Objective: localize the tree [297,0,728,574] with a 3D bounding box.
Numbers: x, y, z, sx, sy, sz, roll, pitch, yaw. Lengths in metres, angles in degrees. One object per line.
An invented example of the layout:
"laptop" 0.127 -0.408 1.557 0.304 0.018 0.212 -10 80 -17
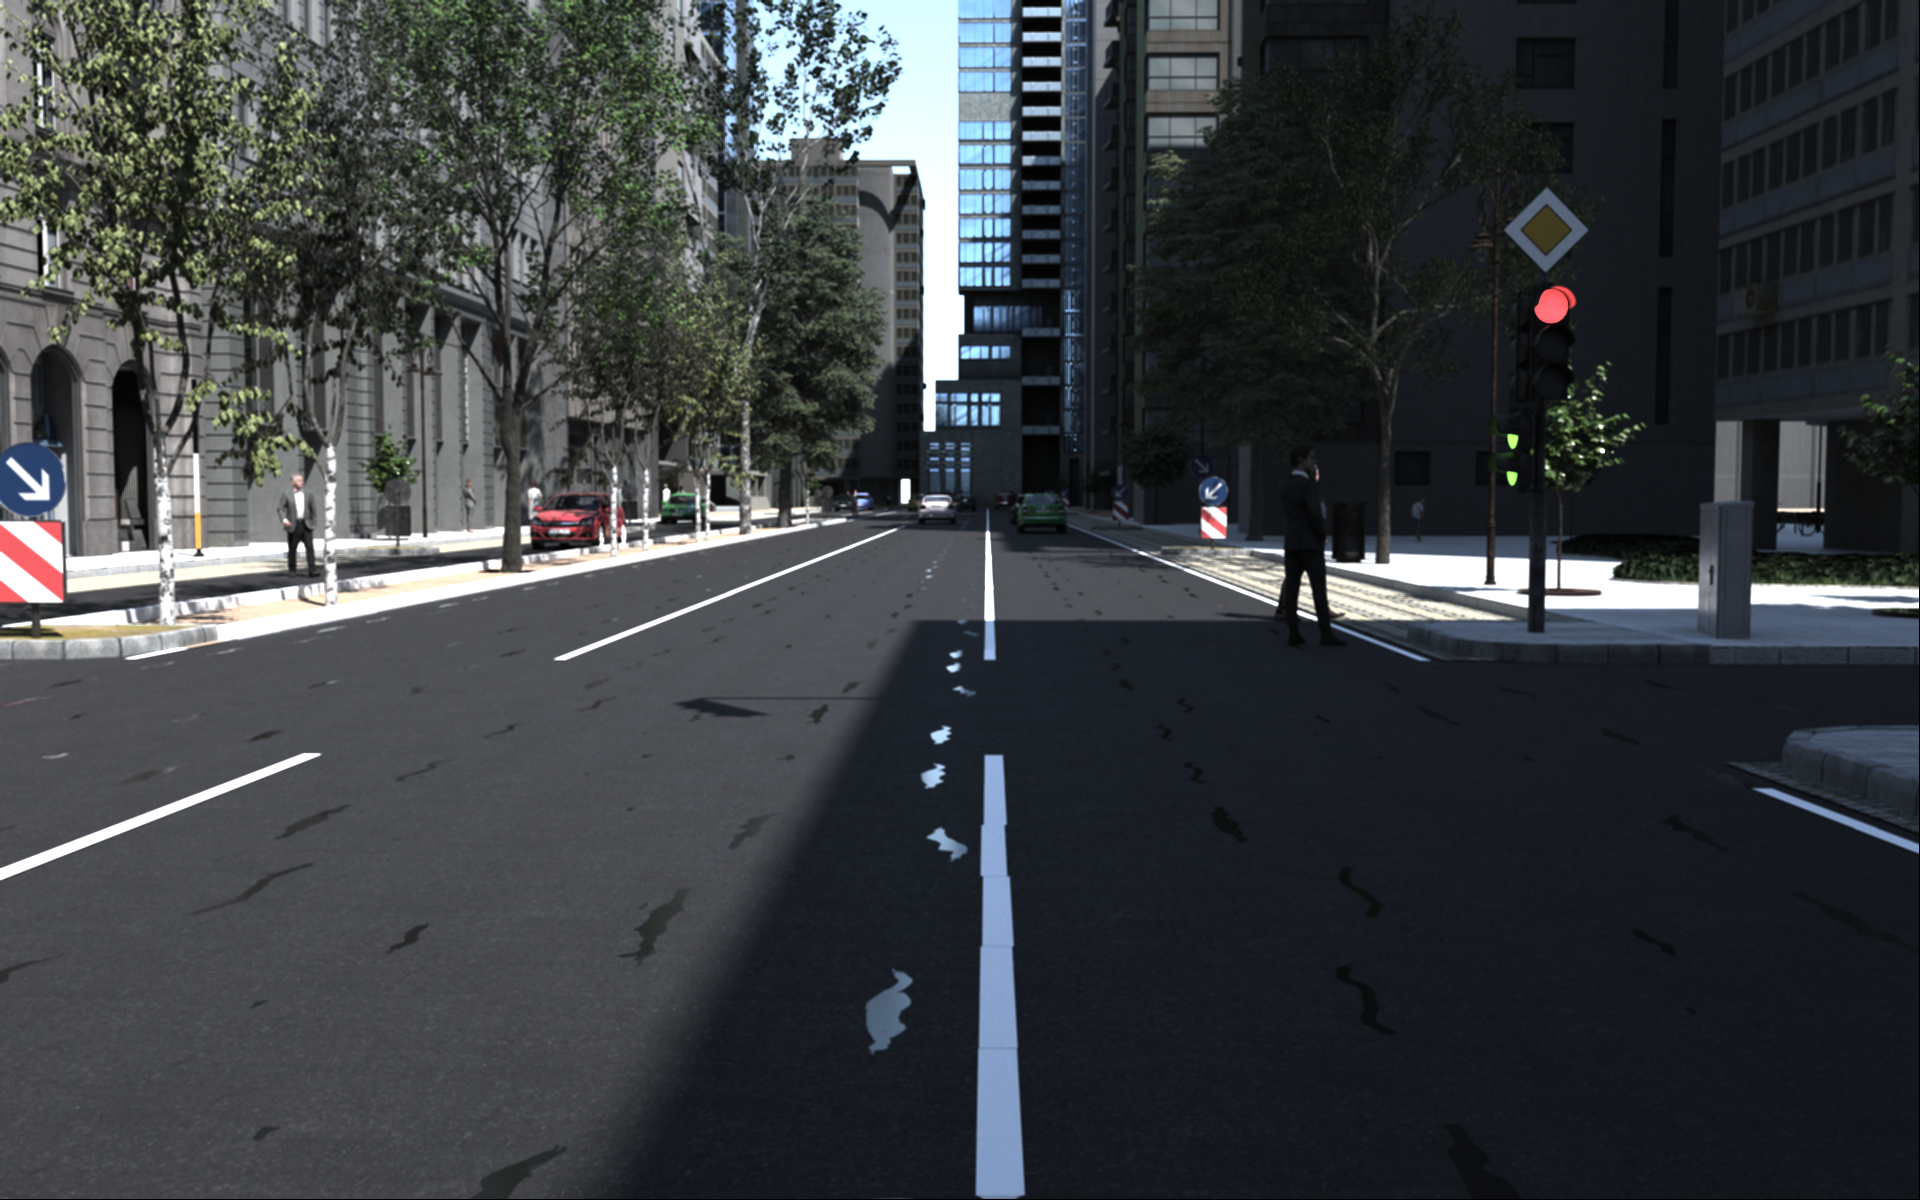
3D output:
"tree" -8.024 -6.284 30.955 9.928 11.665 9.643 0 3 0

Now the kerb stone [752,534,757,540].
"kerb stone" -6.582 -1.959 54.274 0.120 0.150 1.000 0 4 1

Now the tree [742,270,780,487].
"tree" -7.592 -6.066 52.004 4.360 8.622 3.978 0 3 0

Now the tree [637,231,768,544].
"tree" -7.198 -5.782 47.358 4.737 8.622 4.395 0 3 0

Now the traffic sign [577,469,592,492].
"traffic sign" -15.030 -4.110 69.325 0.606 2.300 0.079 0 4 4

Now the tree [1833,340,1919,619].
"tree" 10.323 -1.443 18.196 1.663 3.219 1.824 0 3 0

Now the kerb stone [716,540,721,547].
"kerb stone" -6.699 -1.523 47.097 0.120 0.150 1.000 0 4 1

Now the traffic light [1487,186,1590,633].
"traffic light" 5.334 -1.655 15.979 0.839 4.253 0.868 0 4 1

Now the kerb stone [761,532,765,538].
"kerb stone" -6.547 -2.086 56.325 0.120 0.150 1.000 0 4 1

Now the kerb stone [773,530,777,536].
"kerb stone" -6.497 -2.275 59.396 0.120 0.150 1.000 0 4 1

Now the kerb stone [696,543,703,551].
"kerb stone" -6.737 -1.335 44.025 0.120 0.150 1.000 0 4 1

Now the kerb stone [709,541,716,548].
"kerb stone" -6.707 -1.460 46.072 0.120 0.150 1.000 0 4 1

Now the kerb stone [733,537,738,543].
"kerb stone" -6.649 -1.711 50.174 0.120 0.150 1.000 0 4 1

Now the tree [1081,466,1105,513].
"tree" 9.284 -7.634 119.413 1.663 3.219 1.824 0 3 0

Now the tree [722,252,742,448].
"tree" -7.771 -5.499 42.727 4.360 8.622 3.978 0 3 0

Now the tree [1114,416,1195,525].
"tree" 8.172 -5.448 72.784 4.285 4.588 4.351 0 3 0

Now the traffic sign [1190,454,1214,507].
"traffic sign" 7.670 -3.357 54.987 0.768 2.556 0.104 0 4 2

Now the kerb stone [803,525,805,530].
"kerb stone" -6.348 -2.840 68.628 0.120 0.150 1.000 0 4 1

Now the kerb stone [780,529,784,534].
"kerb stone" -6.467 -2.394 61.445 0.120 0.150 1.000 0 4 1

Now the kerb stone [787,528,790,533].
"kerb stone" -6.434 -2.527 63.506 0.120 0.150 1.000 0 4 1

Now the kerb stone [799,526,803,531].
"kerb stone" -6.360 -2.773 67.605 0.120 0.150 1.000 0 4 1

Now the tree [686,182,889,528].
"tree" -7.326 -9.947 71.742 9.857 13.997 8.962 0 3 0

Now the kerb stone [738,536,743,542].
"kerb stone" -6.631 -1.773 51.196 0.120 0.150 1.000 0 4 1

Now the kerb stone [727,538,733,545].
"kerb stone" -6.658 -1.641 49.149 0.120 0.150 1.000 0 4 1

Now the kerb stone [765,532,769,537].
"kerb stone" -6.526 -2.150 57.347 0.120 0.150 1.000 0 4 1

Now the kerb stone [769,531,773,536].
"kerb stone" -6.515 -2.213 58.374 0.120 0.150 1.000 0 4 1

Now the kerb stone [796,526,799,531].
"kerb stone" -6.393 -2.711 66.582 0.120 0.150 1.000 0 4 1

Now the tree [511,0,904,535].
"tree" -8.635 -12.349 60.260 12.611 20.169 13.585 0 3 0

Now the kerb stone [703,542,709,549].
"kerb stone" -6.725 -1.398 45.047 0.120 0.150 1.000 0 4 1

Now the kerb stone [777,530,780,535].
"kerb stone" -6.486 -2.338 60.419 0.120 0.150 1.000 0 4 1

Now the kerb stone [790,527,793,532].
"kerb stone" -6.415 -2.583 64.528 0.120 0.150 1.000 0 4 1

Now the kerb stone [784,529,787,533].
"kerb stone" -6.452 -2.462 62.484 0.120 0.150 1.000 0 4 1

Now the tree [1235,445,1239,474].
"tree" 13.006 -5.342 71.051 4.285 4.588 4.351 0 3 0

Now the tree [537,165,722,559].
"tree" -7.664 -5.226 38.273 4.360 8.622 3.978 0 3 0

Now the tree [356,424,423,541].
"tree" -15.754 -3.256 47.837 1.663 3.219 1.824 0 3 0

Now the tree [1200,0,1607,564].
"tree" 8.059 -5.947 31.642 7.601 10.594 8.767 -2 4 -34

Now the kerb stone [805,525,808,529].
"kerb stone" -6.330 -2.903 69.657 0.120 0.150 1.000 0 4 1

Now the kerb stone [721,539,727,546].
"kerb stone" -6.678 -1.581 48.124 0.120 0.150 1.000 0 4 1

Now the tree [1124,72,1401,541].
"tree" 8.194 -7.922 47.646 7.486 12.596 7.792 0 3 0

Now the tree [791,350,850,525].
"tree" -6.983 -7.723 79.095 4.360 8.622 3.978 0 3 0

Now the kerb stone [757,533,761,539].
"kerb stone" -6.564 -2.015 55.297 0.120 0.150 1.000 0 4 1

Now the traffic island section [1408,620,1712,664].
"traffic island section" 5.374 0.379 16.092 2.009 0.180 2.903 0 4 1

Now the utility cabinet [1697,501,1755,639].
"utility cabinet" 6.959 -0.283 15.785 0.306 1.237 1.020 1 4 14

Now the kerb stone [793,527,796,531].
"kerb stone" -6.400 -2.649 65.553 0.120 0.150 1.000 0 4 1

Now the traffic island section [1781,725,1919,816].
"traffic island section" 5.248 0.867 8.108 2.009 0.180 2.903 0 4 1

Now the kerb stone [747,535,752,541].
"kerb stone" -6.592 -1.898 53.250 0.120 0.150 1.000 0 4 1

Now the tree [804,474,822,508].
"tree" -13.926 -10.480 165.948 1.663 3.219 1.824 0 3 0

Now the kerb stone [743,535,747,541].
"kerb stone" -6.616 -1.836 52.218 0.120 0.150 1.000 0 4 1

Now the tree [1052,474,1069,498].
"tree" 9.654 -10.537 166.881 1.663 3.219 1.824 0 3 0

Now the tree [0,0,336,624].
"tree" -8.085 -3.941 17.262 4.737 8.622 4.395 0 3 0

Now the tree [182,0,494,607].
"tree" -7.970 -4.225 21.900 4.360 8.622 3.978 0 3 0

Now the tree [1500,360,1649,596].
"tree" 7.636 -1.692 22.259 1.663 3.219 1.824 0 3 0
